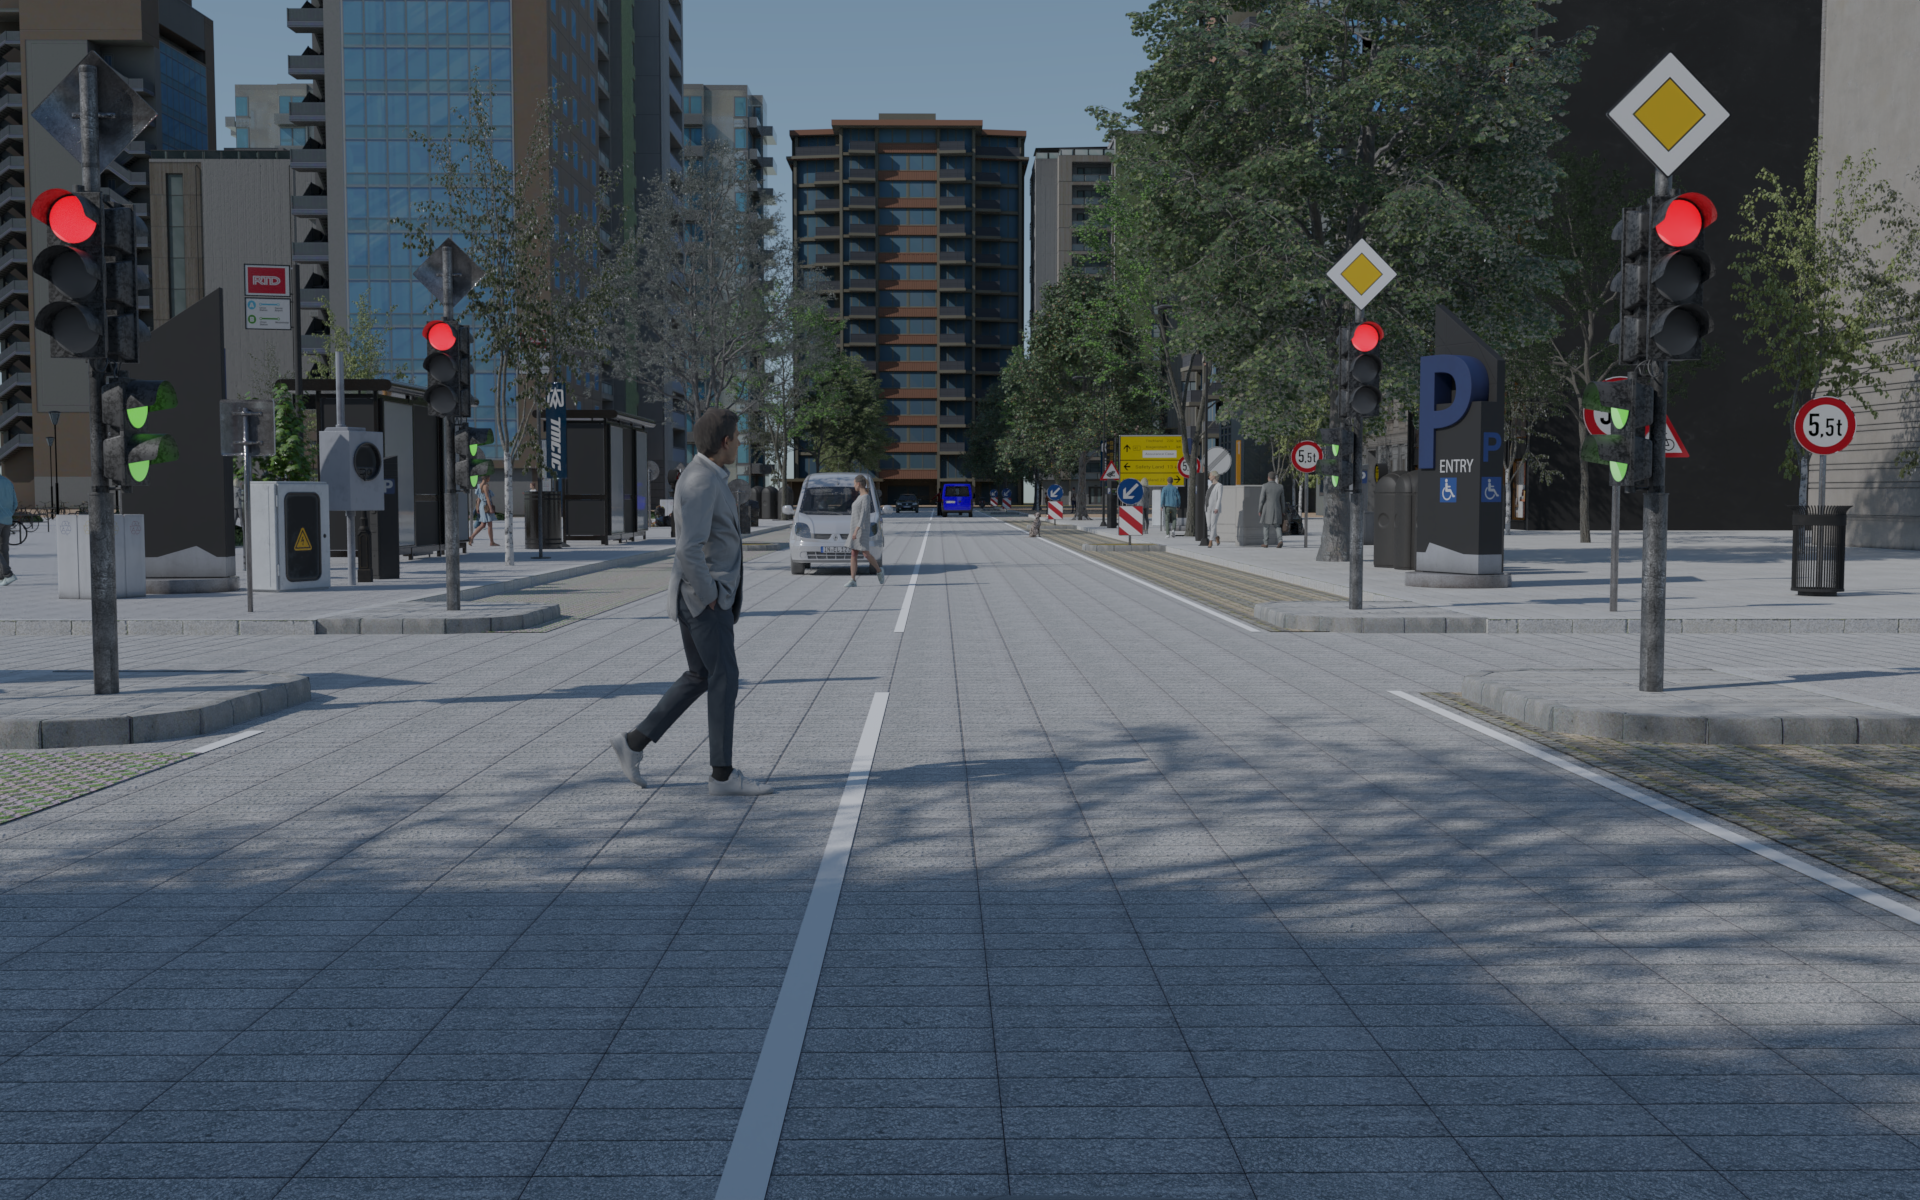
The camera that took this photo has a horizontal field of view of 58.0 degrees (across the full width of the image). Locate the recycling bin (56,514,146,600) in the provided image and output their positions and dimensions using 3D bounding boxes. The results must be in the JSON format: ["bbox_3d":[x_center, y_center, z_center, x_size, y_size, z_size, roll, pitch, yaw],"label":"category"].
[{"bbox_3d":[-10.605,-0.541,21.398,0.722,1.027,0.722,1,4,19],"label":"recycling bin"}]

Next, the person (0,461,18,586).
[{"bbox_3d":[-13.483,-1.116,24.315,0.620,1.820,0.660,0,4,6],"label":"person"}]

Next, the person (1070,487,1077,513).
[{"bbox_3d":[7.536,-6.701,116.132,0.617,1.759,0.750,-2,4,-31],"label":"person"}]

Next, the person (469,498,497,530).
[{"bbox_3d":[-17.003,-3.069,61.720,1.012,1.151,0.738,0,4,-4],"label":"person"}]

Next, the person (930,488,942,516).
[{"bbox_3d":[-1.308,-6.374,112.674,1.348,1.831,0.705,-2,4,-27],"label":"person"}]

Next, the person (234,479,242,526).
[{"bbox_3d":[-22.804,-2.973,54.841,0.526,1.800,0.537,-3,4,-37],"label":"person"}]

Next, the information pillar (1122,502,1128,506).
[{"bbox_3d":[8.909,-5.403,92.830,0.304,2.012,0.304,3,5,40],"label":"information pillar"}]

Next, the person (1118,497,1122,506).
[{"bbox_3d":[11.149,-6.978,120.849,0.721,1.743,1.217,-3,5,-44],"label":"person"}]

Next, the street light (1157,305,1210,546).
[{"bbox_3d":[5.529,-4.289,42.671,1.470,5.913,1.316,0,4,-1],"label":"street light"}]

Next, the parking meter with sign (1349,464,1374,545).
[{"bbox_3d":[10.025,-2.925,44.080,0.543,3.016,1.738,-1,4,-18],"label":"parking meter with sign"}]

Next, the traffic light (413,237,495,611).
[{"bbox_3d":[-5.577,-1.840,19.012,0.839,4.253,0.868,0,4,-1],"label":"traffic light"}]

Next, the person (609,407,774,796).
[{"bbox_3d":[-1.294,0.004,8.274,0.795,1.843,0.661,0,4,-5],"label":"person"}]

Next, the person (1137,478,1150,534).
[{"bbox_3d":[5.829,-3.016,55.542,0.537,1.800,0.526,-1,4,-17],"label":"person"}]

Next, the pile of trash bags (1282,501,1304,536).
[{"bbox_3d":[9.255,-2.680,53.564,1.912,1.369,3.447,3,4,36],"label":"pile of trash bags"}]

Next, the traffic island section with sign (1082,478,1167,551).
[{"bbox_3d":[4.126,-2.155,43.865,1.989,1.847,2.006,0,4,-1],"label":"traffic island section with sign"}]

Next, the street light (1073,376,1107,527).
[{"bbox_3d":[5.135,-5.858,68.316,1.470,5.913,1.316,0,4,-1],"label":"street light"}]

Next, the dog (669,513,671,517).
[{"bbox_3d":[-11.956,-3.312,70.977,0.406,0.507,0.540,-1,4,-14],"label":"dog"}]

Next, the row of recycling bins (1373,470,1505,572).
[{"bbox_3d":[7.932,-1.335,28.936,1.069,1.692,3.534,-1,4,-12],"label":"row of recycling bins"}]

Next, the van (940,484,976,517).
[{"bbox_3d":[-0.139,-6.318,107.682,2.240,2.365,5.245,0,4,1],"label":"van"}]

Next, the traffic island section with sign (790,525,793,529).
[{"bbox_3d":[-5.945,-3.838,71.381,1.989,1.847,2.006,0,4,-1],"label":"traffic island section with sign"}]

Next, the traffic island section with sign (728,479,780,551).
[{"bbox_3d":[-5.613,-2.168,44.071,1.989,1.847,2.006,0,4,-1],"label":"traffic island section with sign"}]

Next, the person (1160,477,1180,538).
[{"bbox_3d":[6.145,-2.704,50.598,0.601,1.785,0.444,0,4,2],"label":"person"}]

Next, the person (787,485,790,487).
[{"bbox_3d":[-9.238,-5.310,93.105,0.529,1.795,0.600,0,4,-5],"label":"person"}]

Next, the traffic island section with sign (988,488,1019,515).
[{"bbox_3d":[3.134,-6.900,121.442,1.989,1.847,2.006,0,4,-1],"label":"traffic island section with sign"}]

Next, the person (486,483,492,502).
[{"bbox_3d":[-21.412,-4.410,78.373,0.478,1.798,0.641,0,4,5],"label":"person"}]

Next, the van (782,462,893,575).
[{"bbox_3d":[-2.255,-1.538,32.156,2.013,2.044,4.112,0,4,-3],"label":"van"}]

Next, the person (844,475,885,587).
[{"bbox_3d":[-1.509,-1.077,26.860,0.466,1.731,0.760,3,5,40],"label":"person"}]

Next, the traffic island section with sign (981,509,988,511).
[{"bbox_3d":[2.791,-8.567,148.694,1.989,1.847,2.006,0,4,-1],"label":"traffic island section with sign"}]

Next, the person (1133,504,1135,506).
[{"bbox_3d":[11.103,-6.281,109.660,0.530,1.710,0.541,0,3,0],"label":"person"}]

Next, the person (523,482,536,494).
[{"bbox_3d":[-17.470,-3.906,70.482,0.480,1.755,0.524,3,4,37],"label":"person"}]

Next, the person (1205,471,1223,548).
[{"bbox_3d":[6.113,-2.176,41.506,0.514,1.842,0.818,3,4,37],"label":"person"}]

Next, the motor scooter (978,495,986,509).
[{"bbox_3d":[2.086,-9.188,162.996,0.815,1.314,1.986,0,4,0],"label":"motor scooter"}]

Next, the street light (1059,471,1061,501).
[{"bbox_3d":[4.885,-7.434,94.086,1.470,5.913,1.316,0,4,-1],"label":"street light"}]

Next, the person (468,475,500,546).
[{"bbox_3d":[-11.609,-2.211,42.288,0.778,1.811,0.616,-2,4,-32],"label":"person"}]

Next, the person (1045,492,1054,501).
[{"bbox_3d":[6.019,-6.558,116.452,0.799,1.438,0.628,0,4,1],"label":"person"}]

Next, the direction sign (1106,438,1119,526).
[{"bbox_3d":[6.320,-4.789,70.292,0.876,3.537,0.379,-1,4,-23],"label":"direction sign"}]

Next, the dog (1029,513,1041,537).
[{"bbox_3d":[2.379,-2.479,57.373,0.800,0.831,0.513,-1,4,-18],"label":"dog"}]

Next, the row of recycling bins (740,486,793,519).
[{"bbox_3d":[-9.936,-4.972,88.409,3.534,1.692,1.069,3,4,36],"label":"row of recycling bins"}]

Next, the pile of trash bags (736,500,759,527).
[{"bbox_3d":[-8.752,-3.521,67.318,1.912,1.369,3.447,-1,4,-8],"label":"pile of trash bags"}]

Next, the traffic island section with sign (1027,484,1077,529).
[{"bbox_3d":[3.763,-3.835,71.334,1.989,1.847,2.006,0,4,-1],"label":"traffic island section with sign"}]

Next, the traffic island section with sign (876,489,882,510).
[{"bbox_3d":[-6.928,-8.537,148.206,1.989,1.847,2.006,0,4,-1],"label":"traffic island section with sign"}]

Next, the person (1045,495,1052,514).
[{"bbox_3d":[5.637,-6.195,110.592,0.557,1.426,1.065,2,4,28],"label":"person"}]

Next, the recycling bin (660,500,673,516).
[{"bbox_3d":[-13.162,-4.039,78.592,0.722,1.027,0.722,0,4,7],"label":"recycling bin"}]

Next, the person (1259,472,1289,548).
[{"bbox_3d":[7.428,-2.142,41.174,0.694,1.812,0.767,-1,4,-11],"label":"person"}]
